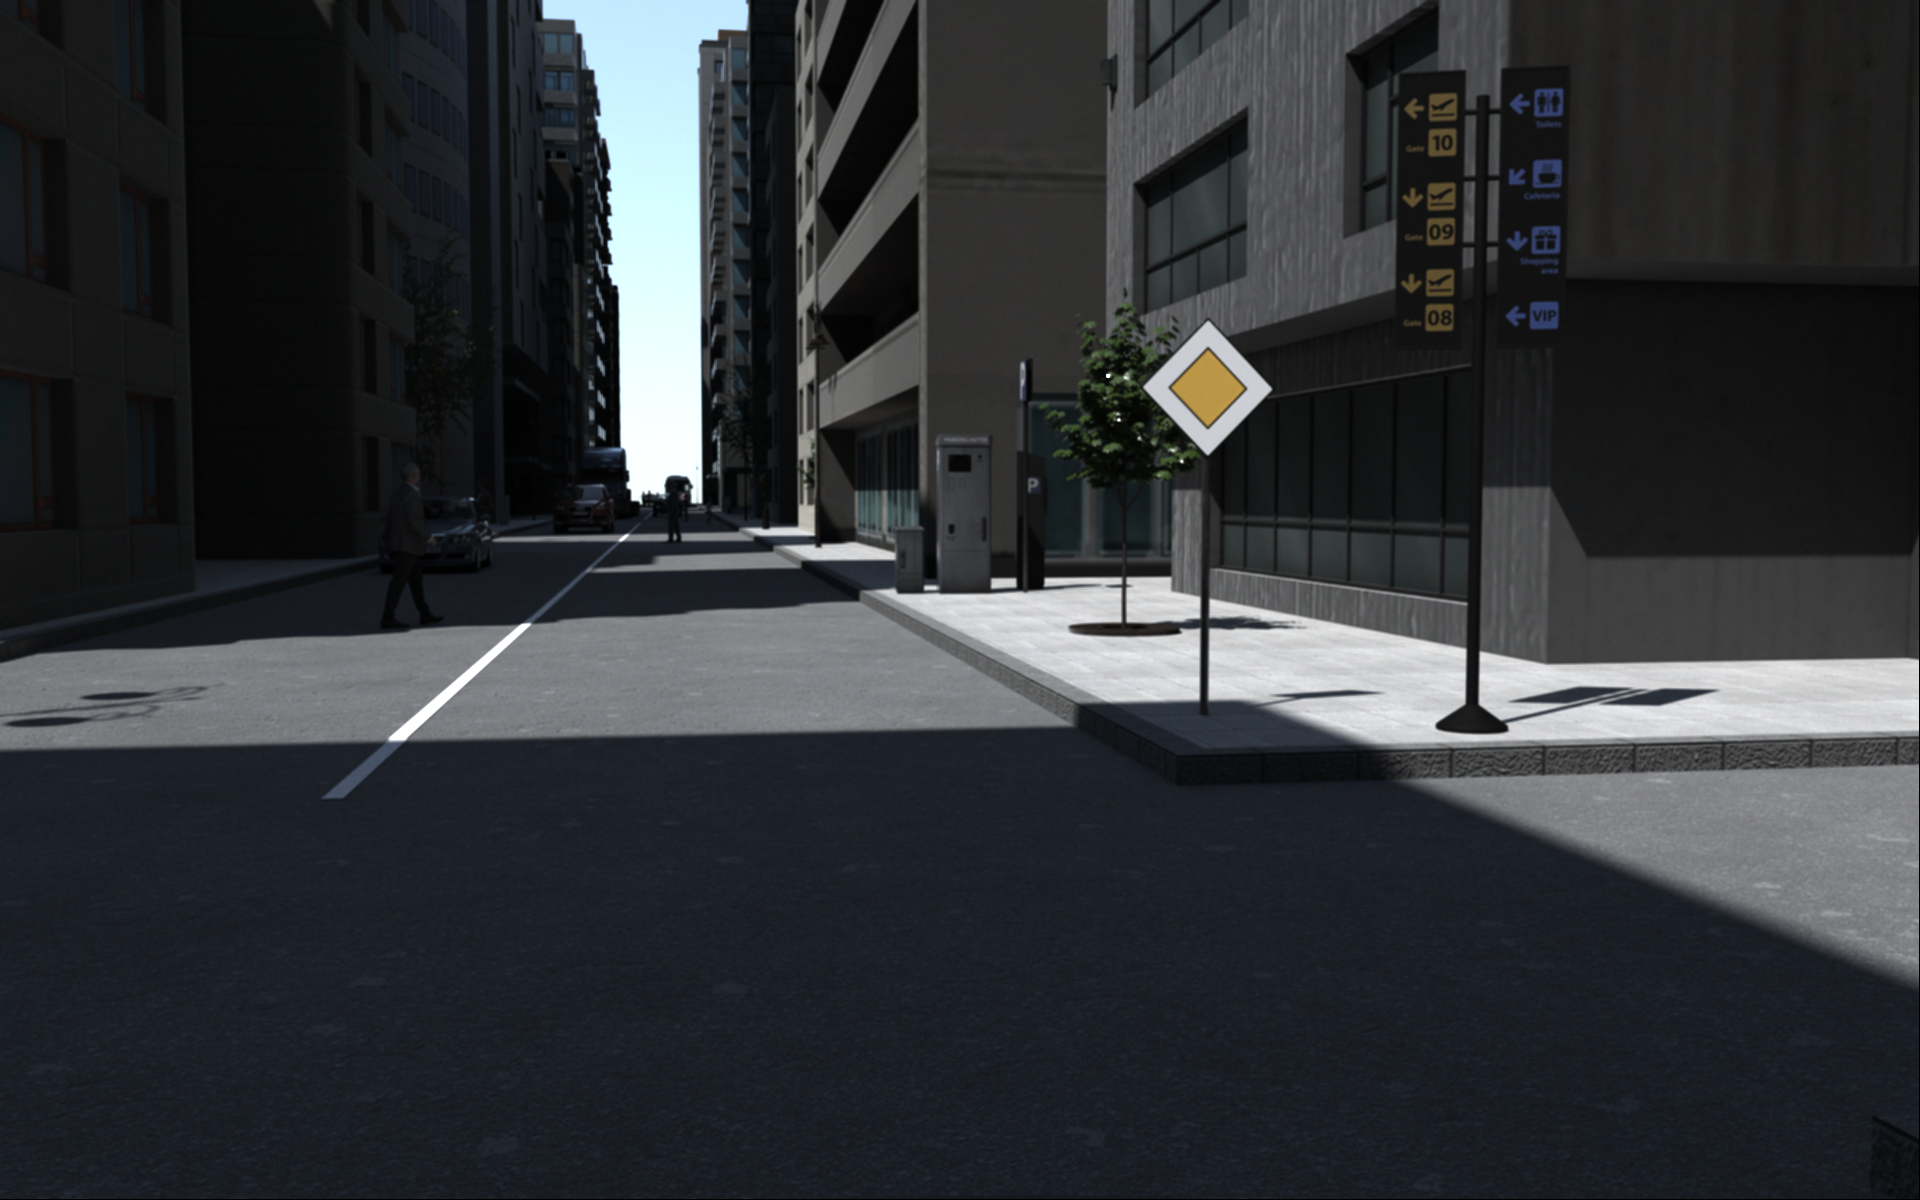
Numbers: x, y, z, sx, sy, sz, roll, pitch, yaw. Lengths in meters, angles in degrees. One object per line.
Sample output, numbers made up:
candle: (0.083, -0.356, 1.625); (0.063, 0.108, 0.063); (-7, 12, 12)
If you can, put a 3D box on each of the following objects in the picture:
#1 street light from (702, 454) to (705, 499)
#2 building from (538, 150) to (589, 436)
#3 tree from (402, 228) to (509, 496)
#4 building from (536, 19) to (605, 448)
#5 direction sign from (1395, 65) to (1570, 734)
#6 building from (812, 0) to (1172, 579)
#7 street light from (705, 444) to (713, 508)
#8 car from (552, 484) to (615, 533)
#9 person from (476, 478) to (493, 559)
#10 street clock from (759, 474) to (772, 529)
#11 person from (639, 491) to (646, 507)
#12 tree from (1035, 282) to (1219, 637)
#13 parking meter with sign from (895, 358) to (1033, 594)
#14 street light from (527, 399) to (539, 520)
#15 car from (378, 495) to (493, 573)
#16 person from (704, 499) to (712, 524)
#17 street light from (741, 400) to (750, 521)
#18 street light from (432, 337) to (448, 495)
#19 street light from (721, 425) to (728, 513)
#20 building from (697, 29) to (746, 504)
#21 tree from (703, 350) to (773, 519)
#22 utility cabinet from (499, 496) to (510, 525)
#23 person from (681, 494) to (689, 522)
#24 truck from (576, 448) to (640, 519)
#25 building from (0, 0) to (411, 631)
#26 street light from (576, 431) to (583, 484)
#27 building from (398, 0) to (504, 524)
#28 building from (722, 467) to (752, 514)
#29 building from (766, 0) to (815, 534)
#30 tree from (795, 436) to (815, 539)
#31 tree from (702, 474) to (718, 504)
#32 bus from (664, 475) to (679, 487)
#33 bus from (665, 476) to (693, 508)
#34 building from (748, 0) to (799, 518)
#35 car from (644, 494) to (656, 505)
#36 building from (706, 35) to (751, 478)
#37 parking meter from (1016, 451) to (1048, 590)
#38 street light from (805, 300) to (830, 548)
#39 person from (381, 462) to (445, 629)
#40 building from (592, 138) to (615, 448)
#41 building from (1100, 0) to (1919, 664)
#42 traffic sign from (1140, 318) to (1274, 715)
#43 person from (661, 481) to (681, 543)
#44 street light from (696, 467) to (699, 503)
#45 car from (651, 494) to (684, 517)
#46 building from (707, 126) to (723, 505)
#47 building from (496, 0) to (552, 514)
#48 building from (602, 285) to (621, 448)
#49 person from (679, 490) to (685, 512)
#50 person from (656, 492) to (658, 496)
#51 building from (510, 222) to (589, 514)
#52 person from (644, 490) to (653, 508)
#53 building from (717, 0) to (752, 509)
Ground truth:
street light: (-29.486, -13.855, 199.320); (0.468, 5.910, 1.993); (-1, 4, -9)
building: (-38.556, -22.800, 144.482); (14.160, 30.474, 14.107); (-1, 4, -9)
tree: (-14.576, -5.922, 47.191); (4.737, 8.622, 4.395); (0, 3, 0)
building: (-48.215, -34.119, 177.456); (23.786, 49.044, 30.456); (-1, 4, -9)
direction sign: (2.789, -1.060, 9.333); (0.876, 3.537, 0.379); (1, 4, 12)
building: (8.297, -25.267, 36.817); (21.300, 48.544, 21.600); (-1, 4, -9)
street light: (-22.872, -11.391, 159.030); (0.468, 5.910, 1.993); (-1, 4, -9)
car: (-14.036, -3.431, 64.776); (2.281, 1.827, 5.304); (-1, 4, -9)
person: (-10.038, -1.667, 36.299); (0.362, 1.759, 0.519); (-3, 5, -44)
street clock: (-7.084, -3.584, 63.175); (0.358, 2.002, 0.471); (3, 4, 38)
person: (-35.009, -11.129, 191.147); (1.217, 1.739, 0.721); (3, 5, 41)
tree: (1.413, -1.304, 15.921); (1.663, 3.219, 1.824); (0, 3, 0)
parking meter with sign: (0.034, -1.599, 22.407); (1.738, 3.016, 0.543); (0, 4, -7)
street light: (-20.884, -6.847, 84.743); (0.468, 5.910, 1.993); (-1, 4, -9)
car: (-9.924, -1.283, 32.987); (2.014, 1.417, 4.499); (-1, 4, -11)
person: (-12.046, -4.245, 82.916); (0.382, 1.210, 0.505); (0, 4, -3)
street light: (-10.348, -6.773, 83.526); (0.468, 5.910, 1.993); (-1, 4, -9)
street light: (-15.245, -4.770, 50.776); (0.468, 5.910, 1.993); (-1, 4, -9)
street light: (-15.807, -8.790, 116.506); (0.468, 5.910, 1.993); (-1, 4, -9)
building: (-23.677, -41.991, 228.554); (21.231, 58.520, 28.212); (-1, 4, -9)
tree: (-10.698, -8.401, 87.721); (4.360, 8.622, 3.978); (0, 3, 0)
utility cabinet: (-18.811, -3.692, 71.527); (0.306, 1.237, 1.020); (0, 4, -8)
person: (-14.214, -4.761, 89.571); (0.599, 1.433, 0.991); (-2, 4, -29)
truck: (-21.278, -7.106, 105.947); (2.967, 4.110, 18.799); (0, 4, -8)
building: (-24.727, -11.060, 25.873); (27.650, 21.520, 28.899); (-1, 4, -9)
street light: (-27.821, -9.421, 126.824); (0.468, 5.910, 1.993); (-1, 4, -9)
building: (-28.662, -31.748, 61.077); (21.231, 58.520, 28.212); (-1, 4, -9)
building: (0.011, -26.073, 118.180); (32.217, 40.220, 23.993); (-1, 4, -9)
building: (6.729, -13.822, 71.022); (27.650, 21.520, 28.899); (-1, 4, -9)
tree: (-3.973, -3.370, 49.699); (1.663, 3.219, 1.824); (0, 3, 0)
tree: (-23.852, -10.512, 166.475); (1.663, 3.219, 1.824); (0, 3, 0)
bus: (-37.369, -14.440, 227.643); (2.896, 3.916, 12.252); (-1, 4, -10)
bus: (-30.228, -11.698, 186.119); (2.948, 3.499, 13.247); (-1, 4, -8)
building: (-4.928, -19.970, 98.217); (14.160, 30.474, 14.107); (-1, 4, -9)
car: (-39.366, -12.749, 220.251); (2.131, 1.459, 4.920); (-1, 4, -8)
building: (-15.333, -34.650, 186.137); (23.786, 49.044, 30.456); (-1, 4, -9)
parking meter: (0.969, -1.079, 23.347); (0.399, 1.863, 0.255); (0, 4, -5)
street light: (-3.402, -4.199, 41.447); (0.468, 5.910, 1.993); (-1, 4, -9)
person: (-5.894, -0.600, 18.705); (0.661, 1.777, 0.834); (3, 5, 42)
building: (-52.888, -33.774, 206.824); (22.147, 44.769, 28.867); (-1, 4, -9)
building: (9.788, -14.954, 16.206); (14.107, 30.474, 14.160); (-1, 4, -9)
traffic sign: (1.415, -0.389, 10.000); (0.795, 2.450, 0.064); (-1, 4, -9)
person: (-8.524, -2.593, 51.069); (0.590, 1.801, 0.661); (0, 4, -2)
street light: (-36.615, -16.427, 241.369); (0.468, 5.910, 1.993); (-1, 4, -9)
car: (-18.580, -6.009, 110.049); (2.131, 1.459, 4.920); (-1, 4, -9)
building: (-23.062, -34.097, 207.602); (14.600, 45.320, 14.200); (-1, 4, -9)
building: (-36.939, -30.829, 93.286); (28.713, 52.752, 27.495); (-1, 4, -9)
building: (-52.296, -27.975, 229.096); (14.160, 30.474, 14.107); (-1, 4, -9)
person: (-21.587, -7.677, 134.731); (0.721, 1.736, 1.217); (-3, 5, -45)
person: (-40.627, -13.665, 232.440); (1.217, 1.766, 0.721); (-3, 5, -43)
building: (-41.110, -16.975, 122.580); (27.650, 21.520, 28.899); (-1, 4, -9)
person: (-31.398, -10.178, 174.909); (1.348, 1.824, 0.705); (3, 5, 39)
building: (-8.712, -50.801, 143.263); (22.319, 86.520, 31.000); (-1, 4, -9)
